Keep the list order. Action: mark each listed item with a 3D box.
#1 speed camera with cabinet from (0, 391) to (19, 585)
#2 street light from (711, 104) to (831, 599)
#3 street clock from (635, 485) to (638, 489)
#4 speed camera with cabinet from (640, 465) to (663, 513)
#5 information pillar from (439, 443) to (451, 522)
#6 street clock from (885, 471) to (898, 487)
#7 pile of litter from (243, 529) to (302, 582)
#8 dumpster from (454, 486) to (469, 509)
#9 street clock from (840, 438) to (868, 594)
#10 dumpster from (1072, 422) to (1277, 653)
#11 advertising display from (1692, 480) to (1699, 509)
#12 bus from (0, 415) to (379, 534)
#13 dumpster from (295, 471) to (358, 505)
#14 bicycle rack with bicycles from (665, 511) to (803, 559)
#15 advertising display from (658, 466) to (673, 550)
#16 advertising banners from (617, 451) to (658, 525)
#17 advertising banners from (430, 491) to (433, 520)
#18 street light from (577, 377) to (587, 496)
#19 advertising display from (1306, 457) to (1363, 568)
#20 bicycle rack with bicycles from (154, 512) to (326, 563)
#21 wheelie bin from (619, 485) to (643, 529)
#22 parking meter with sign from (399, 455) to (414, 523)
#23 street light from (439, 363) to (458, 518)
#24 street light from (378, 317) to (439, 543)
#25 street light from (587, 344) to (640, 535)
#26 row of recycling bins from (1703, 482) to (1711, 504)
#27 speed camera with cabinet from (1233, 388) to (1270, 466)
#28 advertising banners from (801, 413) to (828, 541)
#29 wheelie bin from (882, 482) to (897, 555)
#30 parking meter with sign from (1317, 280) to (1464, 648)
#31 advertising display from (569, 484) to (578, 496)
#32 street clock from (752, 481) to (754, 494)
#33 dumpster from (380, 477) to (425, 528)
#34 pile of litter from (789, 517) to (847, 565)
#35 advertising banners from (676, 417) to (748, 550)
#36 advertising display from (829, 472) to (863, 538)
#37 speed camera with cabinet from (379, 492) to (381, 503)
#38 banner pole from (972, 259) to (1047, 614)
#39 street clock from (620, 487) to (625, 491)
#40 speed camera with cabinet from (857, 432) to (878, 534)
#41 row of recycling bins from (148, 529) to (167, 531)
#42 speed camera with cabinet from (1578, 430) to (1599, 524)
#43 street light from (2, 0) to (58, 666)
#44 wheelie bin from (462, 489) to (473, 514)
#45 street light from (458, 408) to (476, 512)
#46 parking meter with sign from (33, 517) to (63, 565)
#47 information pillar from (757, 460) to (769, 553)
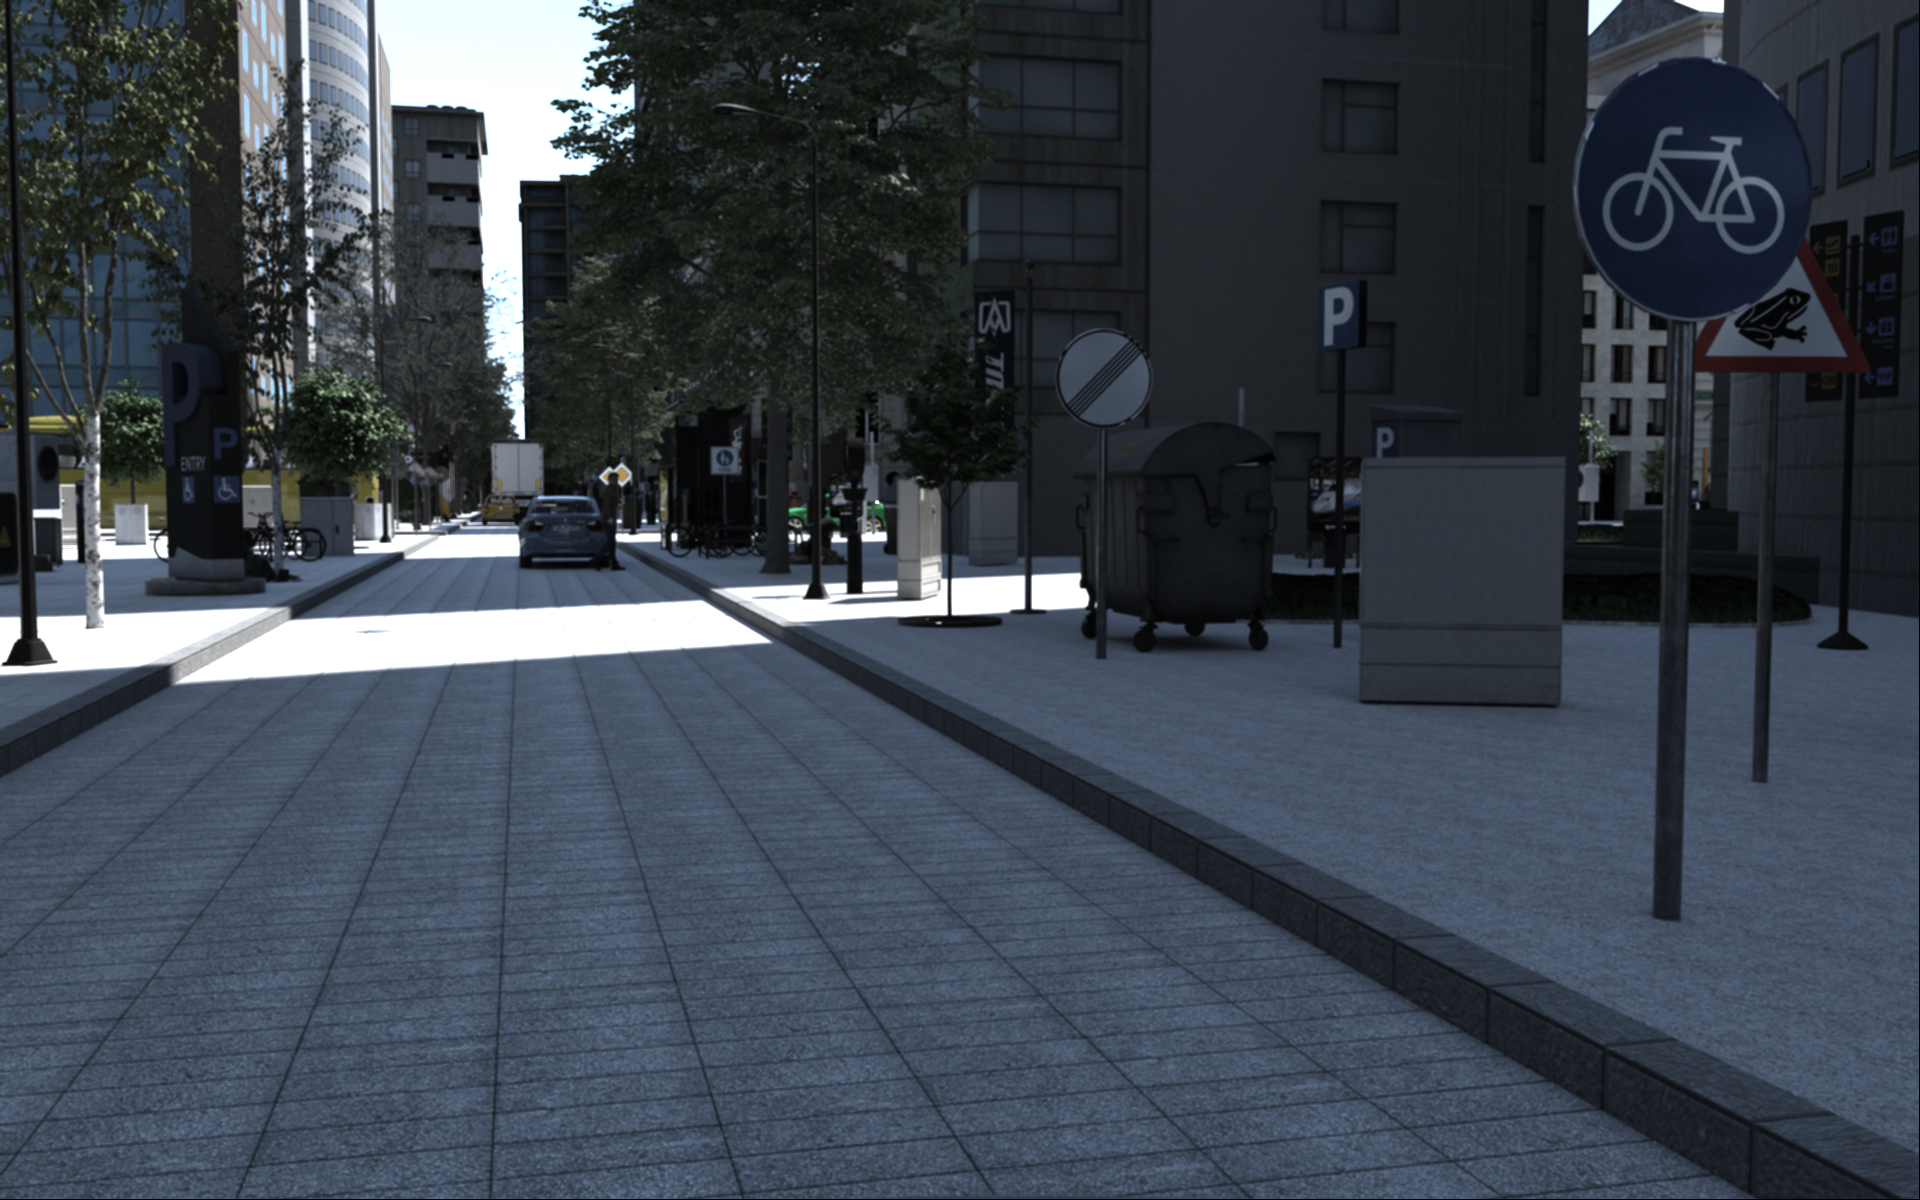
[{"bbox_3d":[-13.781,-1.875,24.987,0.660,3.252,2.038,0,3,0],"label":"speed camera with cabinet"},{"bbox_3d":[-2.280,-2.959,20.927,1.470,5.913,1.316,-1,4,-14],"label":"street light"},{"bbox_3d":[-25.499,-8.015,135.608,0.471,2.002,0.358,-2,4,-24],"label":"street clock"},{"bbox_3d":[-20.815,-7.568,118.079,0.660,3.252,2.038,-3,5,-39],"label":"speed camera with cabinet"},{"bbox_3d":[-23.692,-5.397,79.595,0.504,3.616,0.183,1,4,14],"label":"information pillar"},{"bbox_3d":[-2.134,-3.107,55.370,0.471,2.002,0.358,-1,4,-9],"label":"street clock"},{"bbox_3d":[-10.542,-0.712,25.605,1.719,0.858,1.176,2,4,31],"label":"pile of litter"},{"bbox_3d":[-35.808,-7.236,124.073,1.264,1.857,1.865,-1,4,-14],"label":"dumpster"},{"bbox_3d":[-1.360,-1.085,22.309,0.358,2.002,0.471,-1,4,-10],"label":"street clock"},{"bbox_3d":[1.822,-0.551,14.764,1.264,1.857,1.865,-1,4,-14],"label":"dumpster"},{"bbox_3d":[34.211,-4.666,81.501,0.974,1.923,0.123,2,4,33],"label":"advertising display"},{"bbox_3d":[-25.148,-3.914,55.541,12.252,3.916,2.896,-1,4,-14],"label":"bus"},{"bbox_3d":[-17.576,-2.786,48.050,1.502,2.255,1.985,-1,4,-14],"label":"dumpster"},{"bbox_3d":[-4.510,-1.335,35.216,2.925,0.926,2.852,-1,4,-12],"label":"bicycle rack with bicycles"},{"bbox_3d":[-6.768,-2.118,39.846,0.123,1.923,0.974,-1,4,-22],"label":"advertising display"},{"bbox_3d":[-13.351,-4.614,71.635,0.090,3.025,2.074,3,5,40],"label":"advertising banners"},{"bbox_3d":[-26.148,-5.302,82.881,0.090,3.025,2.074,3,4,38],"label":"advertising banners"},{"bbox_3d":[-14.518,-5.904,69.072,1.470,5.913,1.316,-1,4,-14],"label":"street light"},{"bbox_3d":[6.510,-1.521,30.075,0.974,1.923,0.123,0,4,-3],"label":"advertising display"},{"bbox_3d":[-13.483,-1.216,33.262,2.925,0.926,2.852,1,4,11],"label":"bicycle rack with bicycles"},{"bbox_3d":[-12.073,-3.418,63.786,0.693,1.594,0.980,2,4,24],"label":"wheelie bin"},{"bbox_3d":[-24.989,-4.987,77.800,0.543,3.016,1.738,-2,4,-31],"label":"parking meter with sign"},{"bbox_3d":[-18.683,-5.428,61.296,1.470,5.913,1.316,-1,4,-14],"label":"street light"},{"bbox_3d":[-14.555,-4.458,45.437,1.470,5.913,1.316,-1,4,-14],"label":"street light"},{"bbox_3d":[-10.732,-4.976,53.899,1.470,5.913,1.316,-1,4,-14],"label":"street light"},{"bbox_3d":[22.509,-2.559,48.946,1.069,1.692,3.534,-1,4,-23],"label":"row of recycling bins"},{"bbox_3d":[5.036,-2.281,31.634,0.660,3.252,2.038,2,4,32],"label":"speed camera with cabinet"},{"bbox_3d":[-3.084,-2.462,36.440,0.090,3.025,2.074,-1,4,-19],"label":"advertising banners"},{"bbox_3d":[-1.220,-1.768,36.812,0.693,1.594,0.980,-3,5,-41],"label":"wheelie bin"},{"bbox_3d":[3.902,-1.130,14.729,1.738,3.016,0.543,-2,4,-25],"label":"parking meter with sign"},{"bbox_3d":[-26.386,-6.915,118.270,0.123,1.923,0.974,1,4,18],"label":"advertising display"},{"bbox_3d":[-10.880,-5.379,92.521,0.358,2.002,0.471,3,5,44],"label":"street clock"},{"bbox_3d":[-20.747,-3.791,64.483,1.502,2.255,1.985,-1,4,-14],"label":"dumpster"},{"bbox_3d":[-2.648,-1.088,31.758,1.719,0.858,1.176,3,5,43],"label":"pile of litter"},{"bbox_3d":[-5.747,-2.688,40.131,2.074,3.025,0.090,2,4,30],"label":"advertising banners"},{"bbox_3d":[-3.346,-2.797,50.949,0.974,1.923,0.123,0,4,3],"label":"advertising display"},{"bbox_3d":[-41.943,-8.042,125.830,2.038,3.252,0.660,-2,4,-30],"label":"speed camera with cabinet"},{"bbox_3d":[0.523,-1.752,18.670,0.863,3.779,0.401,1,4,23],"label":"banner pole"},{"bbox_3d":[-25.472,-7.813,132.314,0.358,2.002,0.471,3,5,44],"label":"street clock"},{"bbox_3d":[-3.244,-3.748,55.620,0.660,3.252,2.038,-2,4,-23],"label":"speed camera with cabinet"},{"bbox_3d":[-28.074,-3.358,62.010,1.069,1.692,3.534,1,4,12],"label":"row of recycling bins"},{"bbox_3d":[19.165,-3.672,54.367,0.660,3.252,2.038,-1,4,-18],"label":"speed camera with cabinet"},{"bbox_3d":[-6.491,-2.475,13.015,1.470,5.913,1.316,-1,4,-14],"label":"street light"},{"bbox_3d":[-31.736,-6.340,111.567,0.693,1.594,0.980,-1,4,-13],"label":"wheelie bin"},{"bbox_3d":[-26.859,-7.410,93.690,1.470,5.913,1.316,-1,4,-14],"label":"street light"},{"bbox_3d":[-17.124,-2.131,31.103,1.738,3.016,0.543,0,4,-8],"label":"parking meter with sign"},{"bbox_3d":[-4.190,-2.026,37.625,0.304,2.012,0.304,2,4,34],"label":"information pillar"}]
